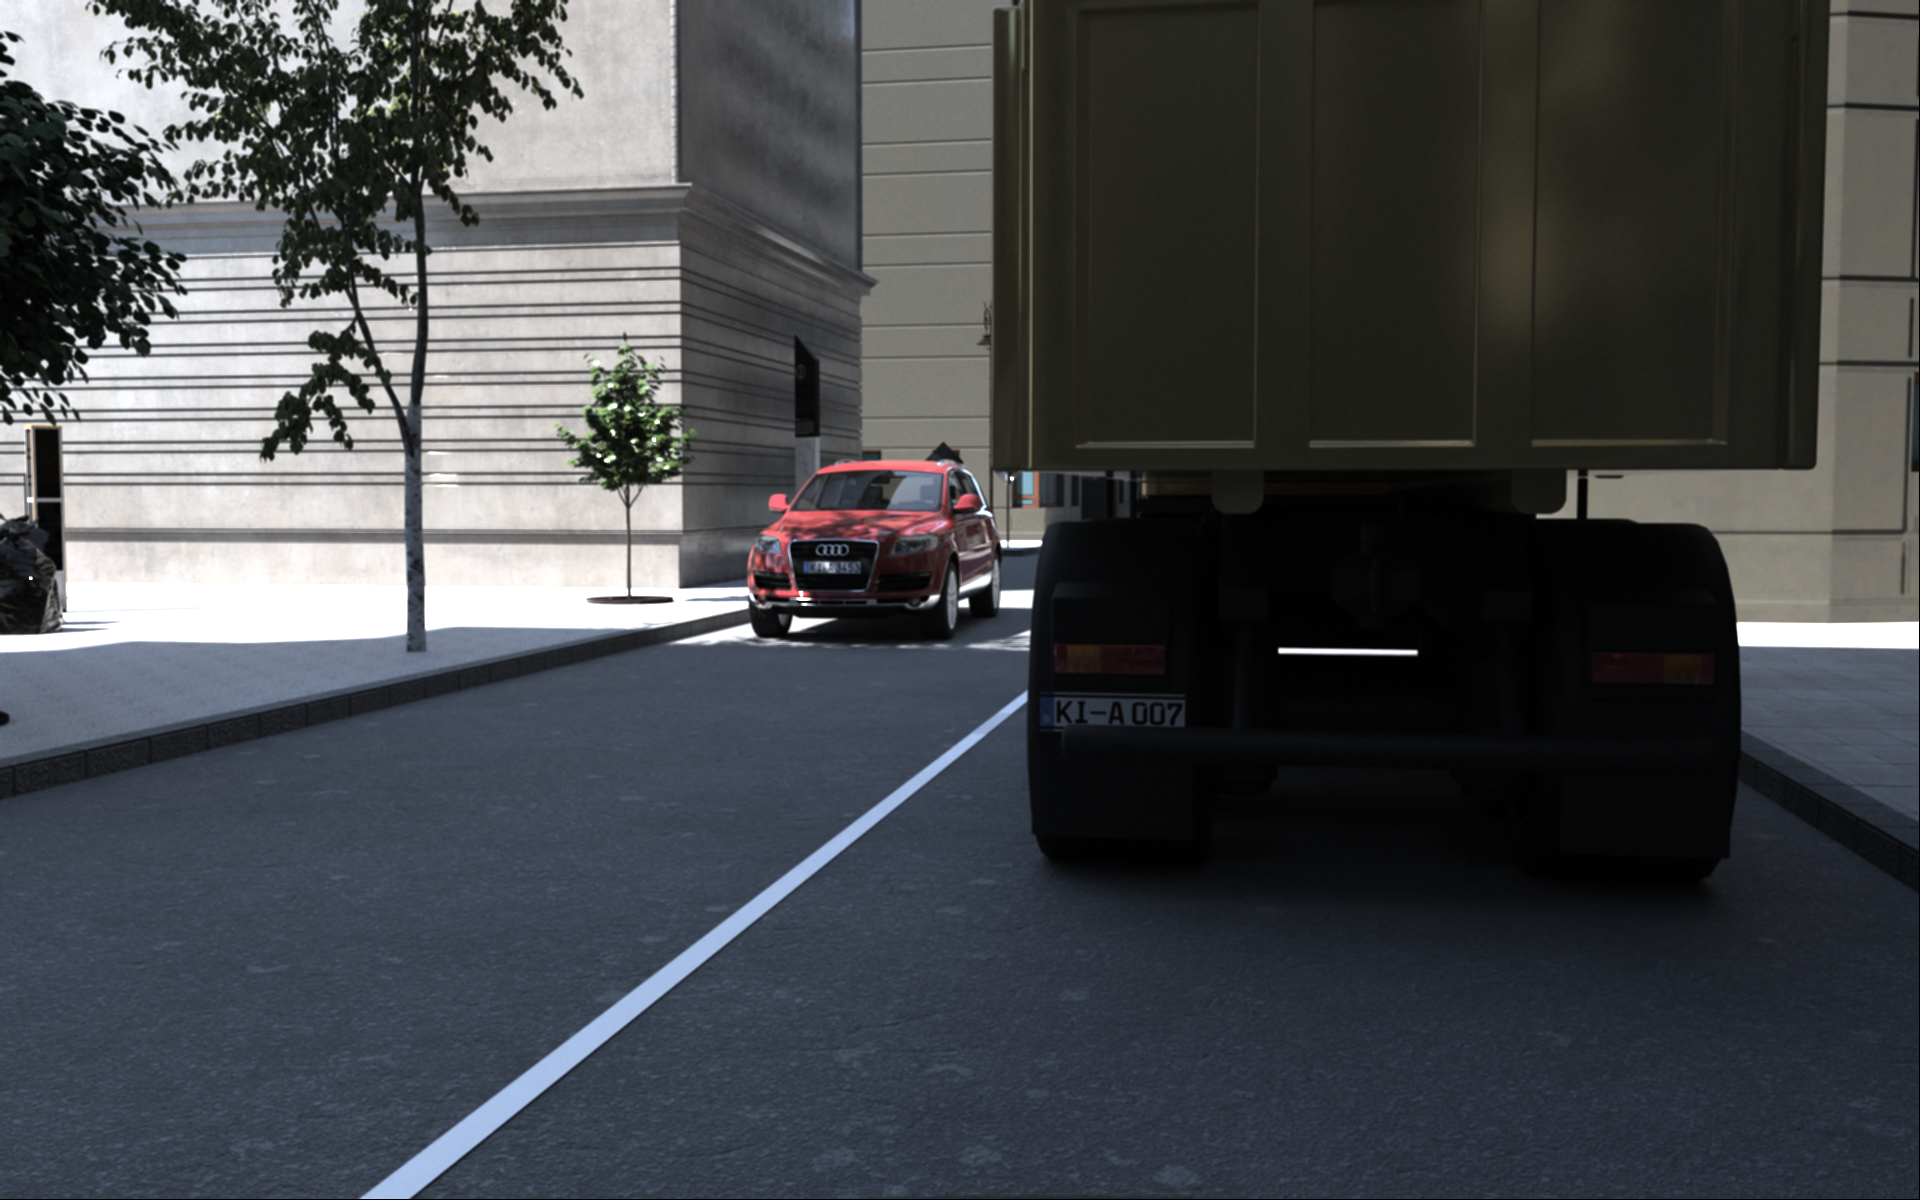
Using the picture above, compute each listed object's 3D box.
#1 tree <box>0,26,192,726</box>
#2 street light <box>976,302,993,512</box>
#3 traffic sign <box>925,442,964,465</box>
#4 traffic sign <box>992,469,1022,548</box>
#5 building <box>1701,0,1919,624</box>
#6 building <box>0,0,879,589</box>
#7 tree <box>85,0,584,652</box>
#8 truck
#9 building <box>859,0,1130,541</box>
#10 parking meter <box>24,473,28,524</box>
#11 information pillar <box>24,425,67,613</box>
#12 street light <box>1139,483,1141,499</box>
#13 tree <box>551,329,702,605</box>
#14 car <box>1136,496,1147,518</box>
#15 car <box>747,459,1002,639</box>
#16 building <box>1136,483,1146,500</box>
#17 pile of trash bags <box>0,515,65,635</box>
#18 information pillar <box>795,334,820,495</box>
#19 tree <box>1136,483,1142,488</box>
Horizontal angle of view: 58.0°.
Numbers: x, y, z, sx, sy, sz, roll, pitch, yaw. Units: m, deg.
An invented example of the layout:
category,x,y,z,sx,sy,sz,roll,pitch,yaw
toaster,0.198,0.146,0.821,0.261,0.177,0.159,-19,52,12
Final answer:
category,x,y,z,sx,sy,sz,roll,pitch,yaw
tree,-6.091,-1.566,9.313,4.285,4.588,4.351,0,3,0
street light,0.749,-4.207,41.575,0.468,5.910,1.993,1,4,11
traffic sign,-0.326,-1.823,33.450,0.795,2.450,0.064,1,4,11
traffic sign,1.149,-2.303,41.298,0.795,2.450,0.064,1,4,11
building,18.427,-10.029,9.020,27.650,21.520,28.899,1,4,11
building,-12.432,-11.812,29.285,21.152,22.565,11.583,1,4,11
tree,-4.685,-3.886,13.900,4.737,8.622,4.395,0,3,0
truck,2.181,-0.871,10.158,3.469,3.379,9.791,1,4,10
building,-8.590,-13.353,63.368,27.650,21.520,28.899,1,4,11
parking meter,-11.244,-0.785,21.241,0.372,1.533,0.369,0,3,0
information pillar,-9.869,-0.869,18.703,0.304,2.012,0.304,-3,5,-40
street light,8.696,-6.775,83.556,0.468,5.910,1.993,1,4,11
tree,-4.023,-1.576,20.370,1.663,3.219,1.824,0,3,0
car,7.545,-3.243,65.033,2.014,1.417,4.499,1,4,9
car,-0.794,-0.625,18.899,2.281,1.827,5.304,1,4,9
building,0.171,-33.989,97.722,21.231,58.520,28.212,1,4,11
pile of trash bags,-10.176,-0.392,16.160,3.447,1.369,1.912,-1,4,-13
information pillar,-2.233,-2.074,25.259,0.183,3.616,0.504,-3,5,-43
tree,8.123,-7.926,79.954,4.737,8.622,4.395,0,3,0
